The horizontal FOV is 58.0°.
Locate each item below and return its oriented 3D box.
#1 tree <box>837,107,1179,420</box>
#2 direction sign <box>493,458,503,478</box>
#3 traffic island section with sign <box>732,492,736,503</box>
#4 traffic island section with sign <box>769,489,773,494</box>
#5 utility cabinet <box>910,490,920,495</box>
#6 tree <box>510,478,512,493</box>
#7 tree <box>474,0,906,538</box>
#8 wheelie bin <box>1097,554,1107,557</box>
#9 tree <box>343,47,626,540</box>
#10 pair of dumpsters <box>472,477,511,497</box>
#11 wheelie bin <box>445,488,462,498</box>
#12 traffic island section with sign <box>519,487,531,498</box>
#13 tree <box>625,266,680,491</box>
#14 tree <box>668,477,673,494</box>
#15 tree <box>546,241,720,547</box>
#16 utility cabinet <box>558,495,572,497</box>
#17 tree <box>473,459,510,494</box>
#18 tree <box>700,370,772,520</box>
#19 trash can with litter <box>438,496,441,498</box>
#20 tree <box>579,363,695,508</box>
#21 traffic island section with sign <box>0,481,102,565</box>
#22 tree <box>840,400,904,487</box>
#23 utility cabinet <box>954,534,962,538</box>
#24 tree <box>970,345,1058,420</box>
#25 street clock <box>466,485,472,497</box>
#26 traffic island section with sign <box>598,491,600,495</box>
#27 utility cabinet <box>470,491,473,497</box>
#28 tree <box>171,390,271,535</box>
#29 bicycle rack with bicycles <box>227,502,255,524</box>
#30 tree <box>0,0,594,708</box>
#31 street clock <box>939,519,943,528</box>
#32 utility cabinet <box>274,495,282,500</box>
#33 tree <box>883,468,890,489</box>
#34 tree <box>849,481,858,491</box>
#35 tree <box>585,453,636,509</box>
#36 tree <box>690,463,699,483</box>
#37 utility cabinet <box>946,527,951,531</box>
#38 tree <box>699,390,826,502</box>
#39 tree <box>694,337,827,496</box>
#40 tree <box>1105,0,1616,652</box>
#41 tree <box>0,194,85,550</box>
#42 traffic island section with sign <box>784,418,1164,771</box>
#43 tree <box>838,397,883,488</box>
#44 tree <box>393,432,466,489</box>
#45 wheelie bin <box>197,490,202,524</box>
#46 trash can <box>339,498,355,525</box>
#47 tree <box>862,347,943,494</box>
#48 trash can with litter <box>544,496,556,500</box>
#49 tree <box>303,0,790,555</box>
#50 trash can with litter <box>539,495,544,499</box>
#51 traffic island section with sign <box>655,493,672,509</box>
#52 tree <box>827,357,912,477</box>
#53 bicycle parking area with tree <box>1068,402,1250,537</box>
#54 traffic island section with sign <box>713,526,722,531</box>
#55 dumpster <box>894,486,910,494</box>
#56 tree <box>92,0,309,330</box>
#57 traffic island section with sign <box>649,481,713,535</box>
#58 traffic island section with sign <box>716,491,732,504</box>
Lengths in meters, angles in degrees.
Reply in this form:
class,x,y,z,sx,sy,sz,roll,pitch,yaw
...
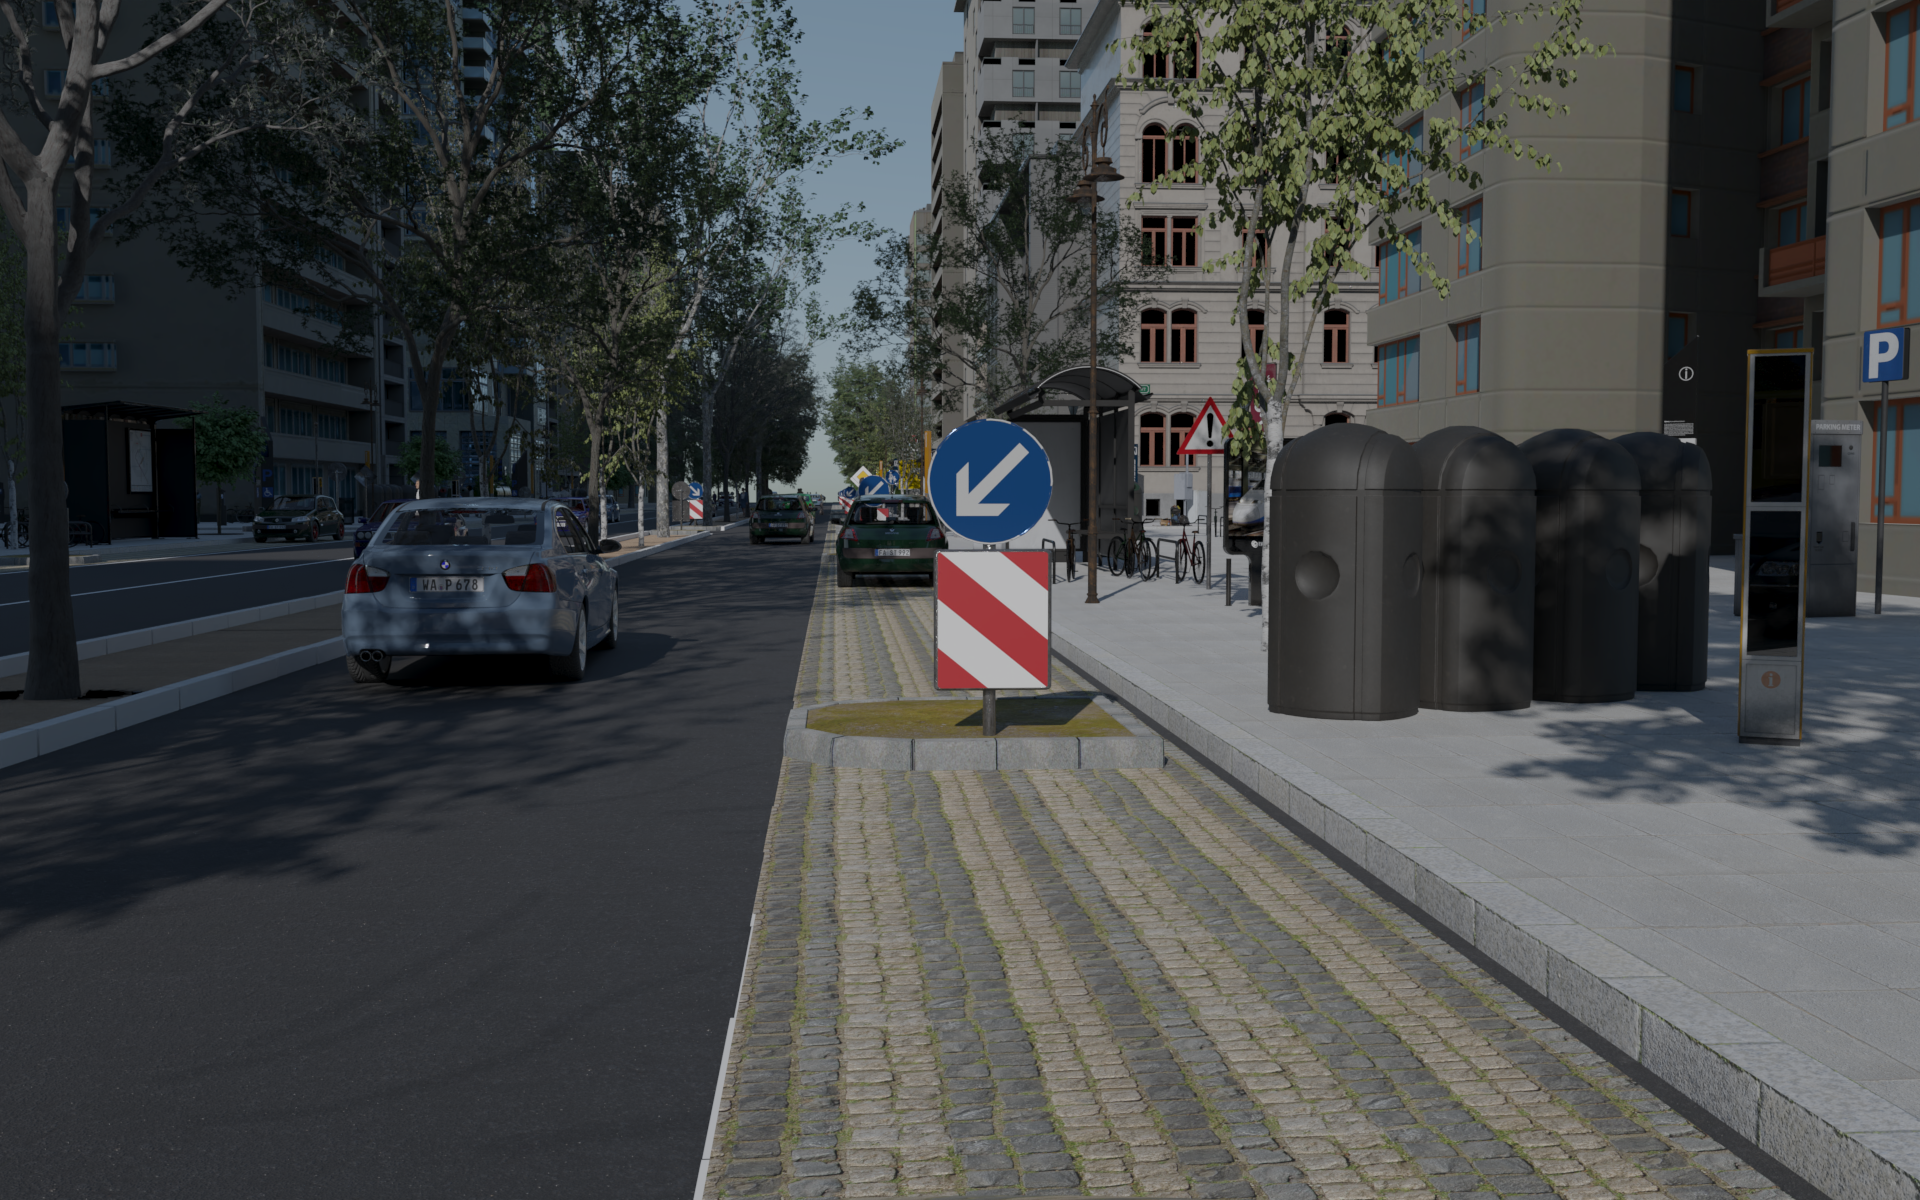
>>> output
class,x,y,z,sx,sy,sz,roll,pitch,yaw
tree,1.027,-6.629,42.803,8.767,10.594,7.601,0,4,3
direction sign,-29.175,-7.163,109.114,0.876,3.537,0.379,1,4,23
traffic island section with sign,-36.386,-16.427,277.208,1.989,1.847,2.006,0,4,-4
traffic island section with sign,-15.884,-8.283,143.568,2.006,1.907,1.989,0,4,-4
utility cabinet,-2.359,-5.005,90.512,0.318,1.500,1.173,-1,4,-16
tree,-29.894,-7.249,113.123,1.663,3.219,1.824,0,3,0
tree,-8.459,-12.056,55.454,12.611,20.169,13.585,0,3,0
wheelie bin,3.048,-1.673,35.265,0.693,1.594,0.980,0,4,6
tree,-7.815,-4.613,28.247,4.360,8.622,3.978,0,3,0
pair of dumpsters,-26.867,-5.917,99.229,1.574,2.255,4.437,0,4,-4
wheelie bin,-27.138,-5.197,92.880,0.980,1.594,0.693,0,4,-2
traffic island section with sign,-22.894,-5.040,91.038,1.989,1.847,2.006,0,4,-4
tree,-8.632,-5.436,41.699,4.360,8.622,3.978,0,3,0
tree,-33.117,-12.402,197.374,1.663,3.219,1.824,0,3,0
tree,-8.711,-5.761,47.008,4.737,8.622,4.395,0,3,0
utility cabinet,-26.615,-6.451,116.634,1.020,1.237,0.306,2,4,32
tree,-25.502,-6.065,93.759,1.663,3.219,1.824,0,3,0
tree,-12.370,-8.758,96.020,4.360,8.622,3.978,0,3,0
trash can with litter,-26.633,-4.702,88.273,0.624,1.170,1.055,0,4,-5
tree,-30.440,-15.466,159.526,9.857,13.997,8.962,0,3,0
traffic island section with sign,-18.877,-1.649,35.592,1.989,1.847,2.006,0,4,-4
tree,-6.067,-11.147,132.613,4.737,8.622,4.395,0,3,0
utility cabinet,0.169,-2.423,50.778,0.306,1.237,1.020,-2,4,-29
tree,2.581,-8.259,85.398,4.360,8.622,3.978,0,3,0
street clock,-40.279,-8.415,142.161,0.471,2.002,0.358,-2,4,-25
traffic island section with sign,-24.844,-6.685,117.922,1.989,1.847,2.006,0,4,-4
utility cabinet,-30.723,-6.238,110.670,1.173,1.500,0.318,1,4,11
tree,-23.419,-4.335,54.587,4.285,4.588,4.351,0,3,0
bicycle rack with bicycles,-31.018,-3.853,76.385,2.925,0.926,2.852,0,4,-3
tree,-6.396,-6.057,11.866,12.009,13.543,11.850,0,3,0
street clock,-0.587,-3.082,54.962,0.358,2.002,0.471,2,4,28
utility cabinet,-31.145,-4.159,79.163,1.020,1.237,0.306,-2,4,-29
tree,-5.298,-8.045,126.131,1.663,3.219,1.824,0,3,0
tree,-12.355,-14.014,212.839,4.285,4.588,4.351,0,3,0
tree,-29.829,-10.160,149.833,4.285,4.588,4.351,0,3,0
tree,-41.334,-23.558,302.185,9.611,12.733,9.660,0,3,0
utility cabinet,-0.128,-3.098,59.336,1.173,1.500,0.318,-2,4,-30
tree,-15.556,-13.428,139.014,9.611,12.733,9.660,0,3,0
tree,-14.598,-13.415,128.447,9.857,13.997,8.962,0,3,0
tree,2.760,-3.891,13.981,4.737,8.622,4.395,0,3,0
tree,-21.996,-5.460,39.641,4.737,8.622,4.395,0,3,0
traffic island section with sign,0.002,-0.076,9.870,1.989,1.847,2.006,0,4,-4
tree,-10.630,-17.395,202.536,7.486,12.596,7.792,0,3,0
tree,-25.129,-5.993,81.699,4.285,4.588,4.351,0,3,0
wheelie bin,-33.097,-4.078,74.582,0.693,1.594,0.980,1,4,22
trash can,-25.471,-3.685,71.903,0.748,1.137,0.748,0,3,0
tree,-2.860,-8.316,86.327,4.360,8.622,3.978,0,3,0
trash can with litter,-26.880,-6.235,113.326,0.624,1.170,1.055,2,4,34
tree,-7.700,-6.040,35.622,8.767,10.594,7.601,0,4,-4
trash can with litter,-28.384,-6.564,118.370,1.678,1.210,2.233,0,4,6
traffic island section with sign,-28.463,-9.744,167.936,1.989,1.847,2.006,0,4,-4
tree,-8.205,-15.498,160.051,9.857,13.997,8.962,0,3,0
bicycle parking area with tree,6.069,-4.033,52.939,8.231,4.147,9.016,1,4,12
traffic island section with sign,-10.445,-3.700,68.626,2.006,1.907,1.989,0,4,-4
dumpster,-3.239,-6.255,104.760,1.502,2.255,1.985,0,4,-4
tree,-7.035,-5.216,22.159,8.767,10.594,7.601,0,4,-4
traffic island section with sign,-9.920,-3.248,61.238,2.006,1.907,1.989,0,4,-4
traffic island section with sign,-34.425,-14.783,250.324,1.989,1.847,2.006,0,4,-4
